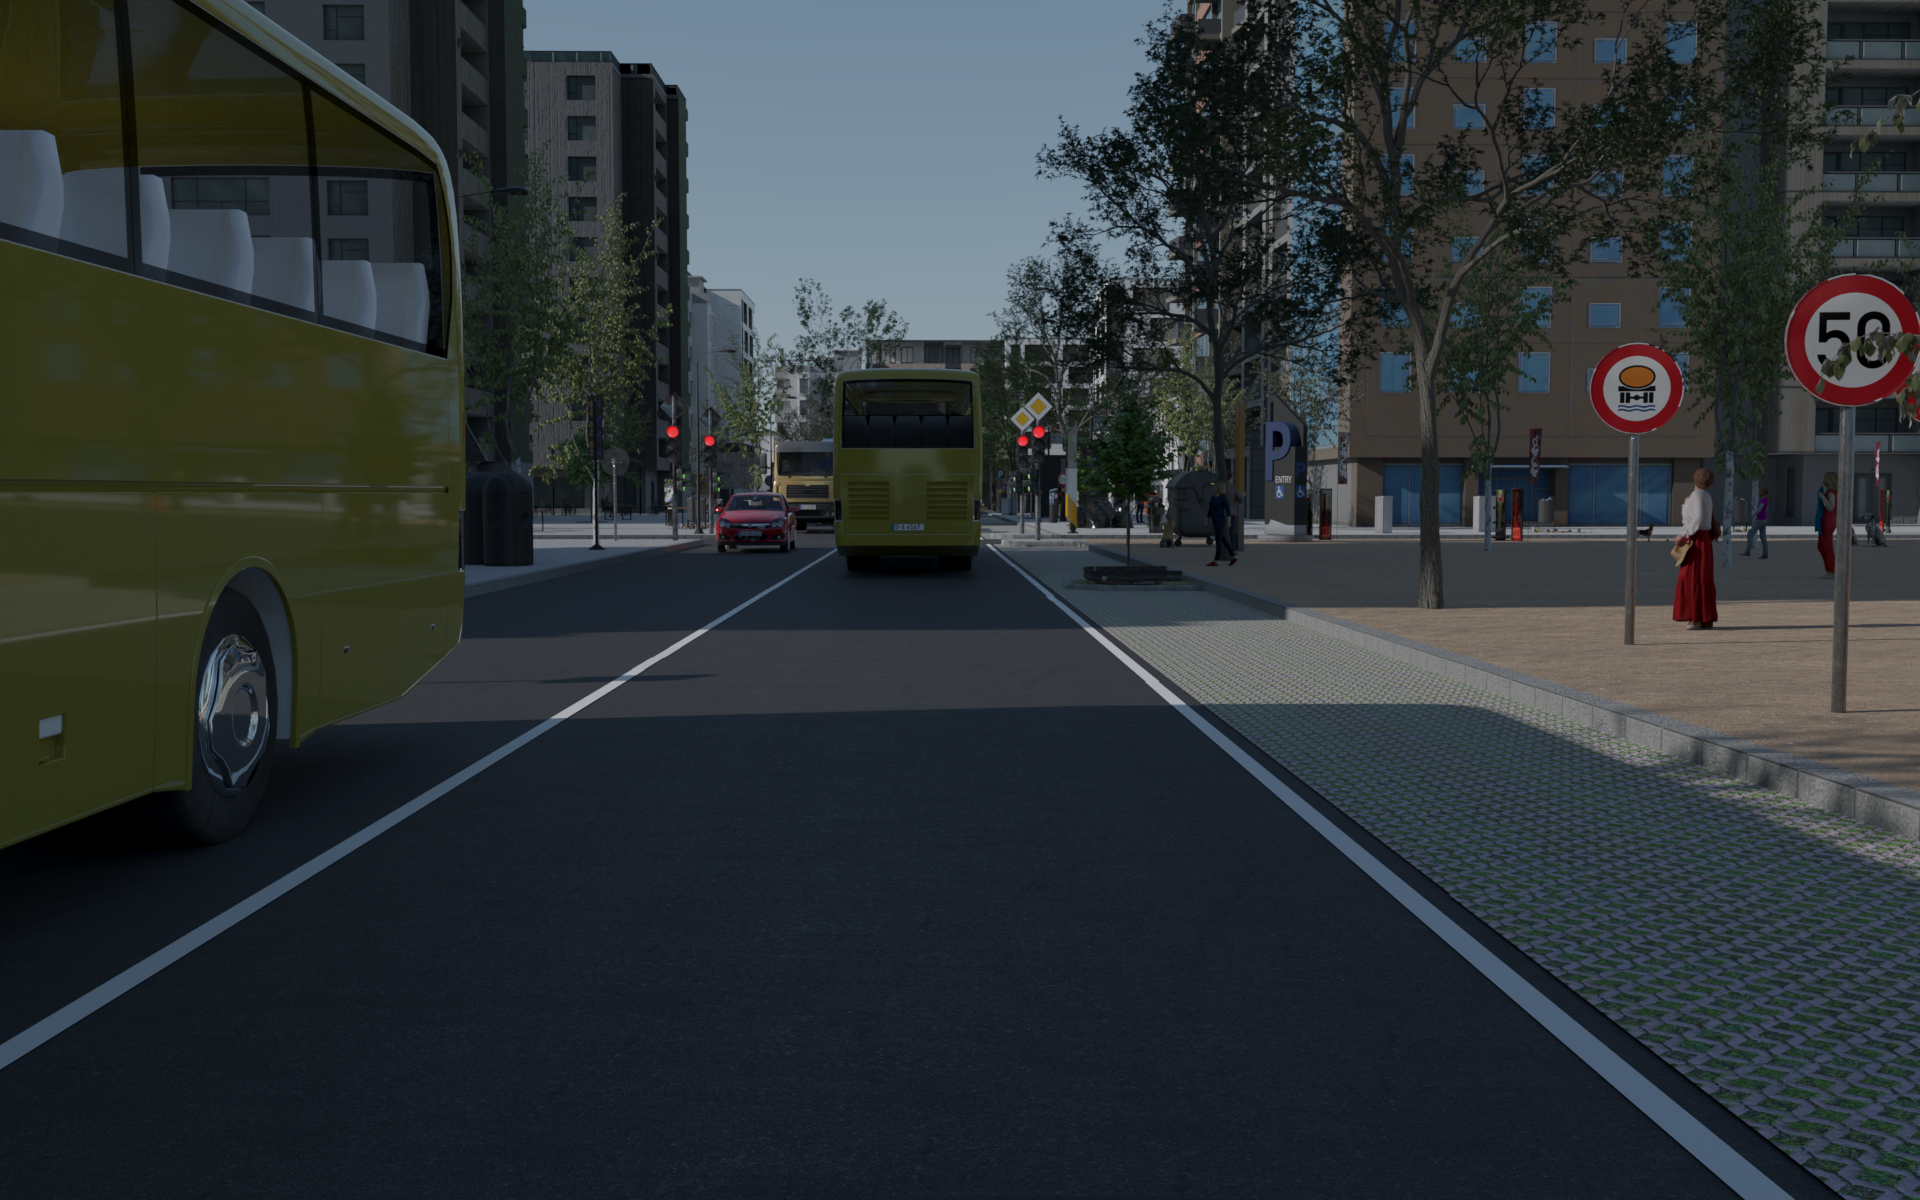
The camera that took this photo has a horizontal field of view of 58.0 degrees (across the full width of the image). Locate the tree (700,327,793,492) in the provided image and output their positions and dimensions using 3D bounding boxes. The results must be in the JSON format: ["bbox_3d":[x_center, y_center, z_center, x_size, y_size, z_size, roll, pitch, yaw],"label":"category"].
[{"bbox_3d":[-9.147,-7.656,75.530,4.737,8.622,4.395,0,3,0],"label":"tree"}]

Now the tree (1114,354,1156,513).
[{"bbox_3d":[9.785,-8.484,89.077,4.360,8.622,3.978,0,3,0],"label":"tree"}]

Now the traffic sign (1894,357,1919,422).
[{"bbox_3d":[7.502,-0.805,13.275,0.768,2.556,0.104,0,4,5],"label":"traffic sign"}]

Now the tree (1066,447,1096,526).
[{"bbox_3d":[4.740,-4.609,69.958,1.663,3.219,1.824,0,3,0],"label":"tree"}]

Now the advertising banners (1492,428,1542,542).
[{"bbox_3d":[15.083,-3.100,46.870,0.090,3.025,2.074,-1,4,-17],"label":"advertising banners"}]

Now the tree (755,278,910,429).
[{"bbox_3d":[-11.698,-18.199,153.436,12.611,20.169,13.585,0,3,0],"label":"tree"}]

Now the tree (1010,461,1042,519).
[{"bbox_3d":[3.368,-5.841,90.101,1.663,3.219,1.824,0,3,0],"label":"tree"}]

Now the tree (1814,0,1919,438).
[{"bbox_3d":[5.239,-3.456,6.866,4.360,8.622,3.978,0,3,0],"label":"tree"}]

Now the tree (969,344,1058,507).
[{"bbox_3d":[3.663,-11.805,118.768,9.928,11.665,9.643,0,3,0],"label":"tree"}]

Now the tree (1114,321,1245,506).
[{"bbox_3d":[9.534,-7.496,72.929,4.737,8.622,4.395,0,3,0],"label":"tree"}]

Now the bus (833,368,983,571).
[{"bbox_3d":[-1.011,-2.674,35.263,2.896,3.916,12.252,0,4,-1],"label":"bus"}]

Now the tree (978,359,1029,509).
[{"bbox_3d":[2.260,-13.859,144.729,7.486,12.596,7.792,0,3,0],"label":"tree"}]

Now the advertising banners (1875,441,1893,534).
[{"bbox_3d":[30.390,-3.720,57.015,0.090,3.025,2.074,1,4,14],"label":"advertising banners"}]

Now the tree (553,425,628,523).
[{"bbox_3d":[-16.770,-5.787,78.337,4.285,4.588,4.351,0,3,0],"label":"tree"}]

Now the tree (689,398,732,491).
[{"bbox_3d":[-18.597,-10.854,127.828,4.360,8.622,3.978,0,3,0],"label":"tree"}]

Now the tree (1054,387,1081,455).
[{"bbox_3d":[7.795,-9.712,109.160,4.737,8.622,4.395,0,3,0],"label":"tree"}]

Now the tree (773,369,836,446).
[{"bbox_3d":[-10.038,-11.952,129.832,8.767,10.594,7.601,0,4,5],"label":"tree"}]

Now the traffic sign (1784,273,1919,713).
[{"bbox_3d":[5.163,-0.611,10.101,0.768,2.556,0.104,0,4,5],"label":"traffic sign"}]

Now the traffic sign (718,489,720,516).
[{"bbox_3d":[-12.036,-5.288,86.565,0.768,2.556,0.104,0,4,5],"label":"traffic sign"}]

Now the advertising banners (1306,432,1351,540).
[{"bbox_3d":[10.202,-3.193,48.390,2.074,3.025,0.090,-3,4,-36],"label":"advertising banners"}]

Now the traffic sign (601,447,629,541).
[{"bbox_3d":[-9.431,-2.890,47.362,0.768,2.556,0.104,0,4,1],"label":"traffic sign"}]

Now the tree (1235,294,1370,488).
[{"bbox_3d":[12.305,-6.818,61.844,4.360,8.622,3.978,0,3,0],"label":"tree"}]

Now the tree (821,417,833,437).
[{"bbox_3d":[-10.799,-16.593,181.658,12.009,13.543,11.850,0,3,0],"label":"tree"}]

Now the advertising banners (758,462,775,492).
[{"bbox_3d":[-10.824,-6.009,94.437,2.074,3.025,0.090,1,4,10],"label":"advertising banners"}]

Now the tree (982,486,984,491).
[{"bbox_3d":[1.733,-11.555,183.525,1.663,3.219,1.824,0,3,0],"label":"tree"}]

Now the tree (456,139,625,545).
[{"bbox_3d":[-9.404,-5.265,36.446,4.737,8.622,4.395,0,3,0],"label":"tree"}]

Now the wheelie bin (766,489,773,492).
[{"bbox_3d":[-12.188,-6.296,110.854,0.693,1.594,0.980,-2,4,-32],"label":"wheelie bin"}]

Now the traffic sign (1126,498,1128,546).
[{"bbox_3d":[4.102,-2.588,42.314,0.884,2.594,0.081,0,4,0],"label":"traffic sign"}]

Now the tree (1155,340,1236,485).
[{"bbox_3d":[11.820,-7.877,79.147,4.360,8.622,3.978,0,3,0],"label":"tree"}]

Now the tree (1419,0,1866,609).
[{"bbox_3d":[5.482,-5.200,19.436,8.767,10.594,7.601,2,4,28],"label":"tree"}]

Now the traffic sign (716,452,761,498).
[{"bbox_3d":[-10.823,-5.521,84.136,2.265,3.308,0.079,0,4,2],"label":"traffic sign"}]

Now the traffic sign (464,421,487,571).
[{"bbox_3d":[-8.172,-1.735,28.377,0.884,2.594,0.081,1,4,9],"label":"traffic sign"}]

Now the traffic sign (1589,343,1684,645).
[{"bbox_3d":[5.702,-0.891,14.678,0.768,2.556,0.104,0,4,7],"label":"traffic sign"}]

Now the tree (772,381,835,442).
[{"bbox_3d":[-9.747,-9.910,112.383,4.360,8.622,3.978,0,3,0],"label":"tree"}]

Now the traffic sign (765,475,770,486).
[{"bbox_3d":[-12.749,-7.106,116.292,0.768,2.556,0.104,0,4,4],"label":"traffic sign"}]

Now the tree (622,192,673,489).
[{"bbox_3d":[-9.057,-5.653,42.783,4.737,8.622,4.395,0,3,0],"label":"tree"}]

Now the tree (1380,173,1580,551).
[{"bbox_3d":[11.707,-5.421,38.992,4.737,8.622,4.395,0,3,0],"label":"tree"}]

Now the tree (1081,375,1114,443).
[{"bbox_3d":[9.642,-9.131,99.662,4.737,8.622,4.395,0,3,0],"label":"tree"}]

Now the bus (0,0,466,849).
[{"bbox_3d":[-4.144,-0.776,4.239,2.896,3.916,12.252,0,4,0],"label":"bus"}]

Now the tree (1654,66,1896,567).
[{"bbox_3d":[13.764,-4.889,30.297,4.737,8.622,4.395,0,3,0],"label":"tree"}]

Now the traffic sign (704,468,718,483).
[{"bbox_3d":[-11.854,-5.056,82.770,0.768,2.556,0.104,0,4,2],"label":"traffic sign"}]
